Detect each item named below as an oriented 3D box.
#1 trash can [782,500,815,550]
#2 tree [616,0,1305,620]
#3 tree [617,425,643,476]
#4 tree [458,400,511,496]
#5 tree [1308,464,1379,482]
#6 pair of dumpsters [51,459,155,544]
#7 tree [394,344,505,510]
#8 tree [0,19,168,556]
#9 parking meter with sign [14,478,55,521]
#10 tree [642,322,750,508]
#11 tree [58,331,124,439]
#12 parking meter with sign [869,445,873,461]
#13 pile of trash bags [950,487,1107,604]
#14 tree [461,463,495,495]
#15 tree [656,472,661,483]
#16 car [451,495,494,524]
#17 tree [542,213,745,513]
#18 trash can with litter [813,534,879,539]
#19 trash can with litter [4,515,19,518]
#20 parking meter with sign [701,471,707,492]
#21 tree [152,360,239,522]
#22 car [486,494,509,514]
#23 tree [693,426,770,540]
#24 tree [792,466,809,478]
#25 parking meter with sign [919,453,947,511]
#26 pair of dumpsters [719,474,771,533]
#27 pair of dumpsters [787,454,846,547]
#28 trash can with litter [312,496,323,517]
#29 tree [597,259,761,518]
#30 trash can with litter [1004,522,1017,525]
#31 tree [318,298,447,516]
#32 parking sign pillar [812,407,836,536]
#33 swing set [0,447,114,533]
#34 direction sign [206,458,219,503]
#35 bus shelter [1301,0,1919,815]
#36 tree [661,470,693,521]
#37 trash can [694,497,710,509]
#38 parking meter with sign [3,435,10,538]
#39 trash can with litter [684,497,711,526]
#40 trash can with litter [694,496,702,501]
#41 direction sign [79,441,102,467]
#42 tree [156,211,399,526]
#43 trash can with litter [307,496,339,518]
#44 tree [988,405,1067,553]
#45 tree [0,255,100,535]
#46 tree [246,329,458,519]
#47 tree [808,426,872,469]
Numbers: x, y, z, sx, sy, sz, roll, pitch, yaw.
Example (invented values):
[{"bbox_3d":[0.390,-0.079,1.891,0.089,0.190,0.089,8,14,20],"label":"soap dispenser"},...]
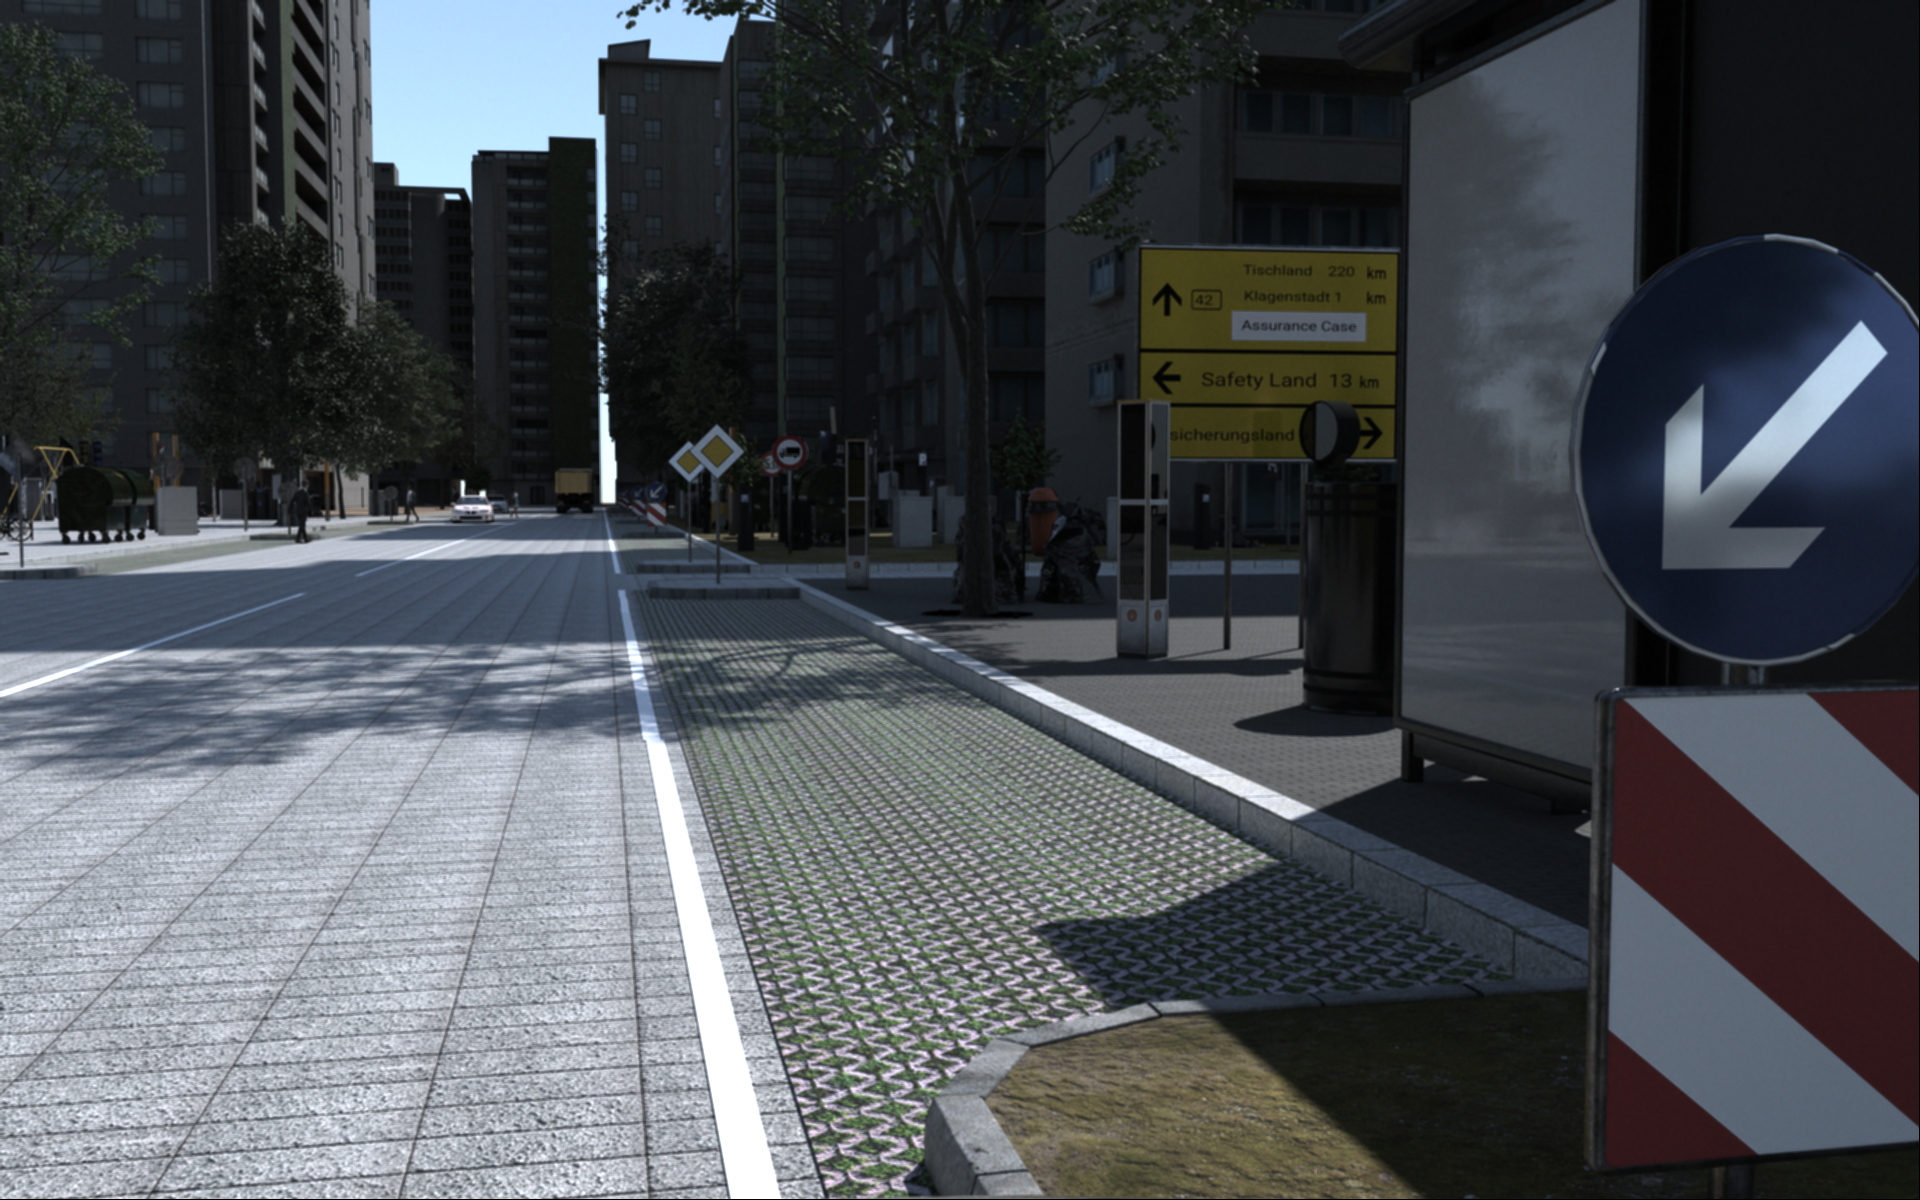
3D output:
[{"bbox_3d":[-3.694,-1.708,39.578,0.748,1.137,0.748,0,3,0],"label":"trash can"},{"bbox_3d":[0.028,-5.635,17.882,9.928,11.665,9.643,0,3,0],"label":"tree"},{"bbox_3d":[-27.962,-12.428,153.556,4.737,8.622,4.395,0,3,0],"label":"tree"},{"bbox_3d":[-46.421,-13.928,162.127,8.767,10.594,7.601,-1,4,-18],"label":"tree"},{"bbox_3d":[8.805,-2.721,39.087,1.663,3.219,1.824,0,3,0],"label":"tree"},{"bbox_3d":[-22.848,-2.675,46.231,1.574,2.255,4.437,-1,4,-12],"label":"pair of dumpsters"},{"bbox_3d":[-42.436,-14.152,141.750,12.009,13.543,11.850,0,3,0],"label":"tree"},{"bbox_3d":[-20.618,-6.750,36.113,9.928,11.665,9.643,0,3,0],"label":"tree"},{"bbox_3d":[-44.107,-5.269,82.416,1.738,3.016,0.543,-1,4,-9],"label":"parking meter with sign"},{"bbox_3d":[-11.026,-7.509,73.133,4.737,8.622,4.395,0,3,0],"label":"tree"},{"bbox_3d":[-40.783,-7.890,79.358,4.737,8.622,4.395,0,3,0],"label":"tree"},{"bbox_3d":[-3.719,-4.066,62.743,0.543,3.016,1.738,-2,4,-29],"label":"parking meter with sign"},{"bbox_3d":[0.910,-0.734,21.747,1.912,1.369,3.447,0,4,7],"label":"pile of trash bags"},{"bbox_3d":[-49.127,-11.799,176.623,4.285,4.588,4.351,0,3,0],"label":"tree"},{"bbox_3d":[-23.460,-8.648,135.989,1.663,3.219,1.824,0,3,0],"label":"tree"},{"bbox_3d":[-24.137,-4.497,85.895,2.083,1.381,4.827,-1,4,-13],"label":"car"},{"bbox_3d":[-21.380,-16.047,118.261,12.611,20.169,13.585,0,3,0],"label":"tree"},{"bbox_3d":[-3.498,-2.379,49.957,2.233,1.210,1.678,0,4,3],"label":"trash can with litter"},{"bbox_3d":[-51.019,-5.105,94.525,2.233,1.210,1.678,-2,4,-34],"label":"trash can with litter"},{"bbox_3d":[-15.282,-6.554,103.415,0.543,3.016,1.738,-1,4,-9],"label":"parking meter with sign"},{"bbox_3d":[-34.562,-7.896,79.460,4.360,8.622,3.978,0,3,0],"label":"tree"},{"bbox_3d":[-33.179,-6.826,123.613,2.014,1.417,4.499,-1,4,-11],"label":"car"},{"bbox_3d":[-6.372,-3.336,49.151,1.663,3.219,1.824,0,3,0],"label":"tree"},{"bbox_3d":[-9.419,-6.650,103.323,1.663,3.219,1.824,0,3,0],"label":"tree"},{"bbox_3d":[-0.933,-4.759,74.078,1.738,3.016,0.543,-3,5,-42],"label":"parking meter with sign"},{"bbox_3d":[-7.329,-3.481,59.415,1.574,2.255,4.437,-1,4,-12],"label":"pair of dumpsters"},{"bbox_3d":[-3.367,-2.526,43.801,1.574,2.255,4.437,-1,4,-12],"label":"pair of dumpsters"},{"bbox_3d":[-35.772,-5.189,96.225,0.624,1.170,1.055,0,4,-6],"label":"trash can with litter"},{"bbox_3d":[-15.142,-11.442,93.731,9.857,13.997,8.962,0,3,0],"label":"tree"},{"bbox_3d":[1.238,-3.705,71.634,2.233,1.210,1.678,1,4,9],"label":"trash can with litter"},{"bbox_3d":[-33.825,-11.160,100.592,7.486,12.596,7.792,0,3,0],"label":"tree"},{"bbox_3d":[-4.013,-3.946,52.989,1.447,3.967,1.447,0,4,-7],"label":"parking sign pillar"},{"bbox_3d":[-30.526,-3.711,58.300,2.862,2.851,3.119,-1,4,-9],"label":"swing set"},{"bbox_3d":[-42.910,-6.571,99.440,0.876,3.537,0.379,1,4,18],"label":"direction sign"},{"bbox_3d":[3.046,-1.756,6.335,2.179,5.291,8.768,-1,4,-12],"label":"bus shelter"},{"bbox_3d":[-12.657,-5.310,81.414,1.663,3.219,1.824,0,3,0],"label":"tree"},{"bbox_3d":[-11.538,-4.027,77.489,0.748,1.137,0.748,0,3,0],"label":"trash can"},{"bbox_3d":[-28.753,-3.321,50.559,1.738,3.016,0.543,-3,4,-36],"label":"parking meter with sign"},{"bbox_3d":[-10.438,-3.519,68.919,1.055,1.170,0.624,1,4,12],"label":"trash can with litter"},{"bbox_3d":[-12.400,-4.523,85.014,2.233,1.210,1.678,0,4,-5],"label":"trash can with litter"},{"bbox_3d":[-37.365,-5.047,74.518,0.876,3.537,0.379,-3,5,-41],"label":"direction sign"},{"bbox_3d":[-27.735,-9.403,70.749,9.611,12.733,9.660,0,3,0],"label":"tree"},{"bbox_3d":[-34.728,-5.036,93.403,2.233,1.210,1.678,-1,4,-10],"label":"trash can with litter"},{"bbox_3d":[1.232,-2.650,37.930,1.663,3.219,1.824,0,3,0],"label":"tree"},{"bbox_3d":[-29.259,-6.344,54.086,4.360,8.622,3.978,0,3,0],"label":"tree"},{"bbox_3d":[-32.302,-9.506,89.835,7.601,10.594,8.767,3,4,38],"label":"tree"},{"bbox_3d":[-5.730,-6.089,83.271,4.285,4.588,4.351,0,3,0],"label":"tree"}]
